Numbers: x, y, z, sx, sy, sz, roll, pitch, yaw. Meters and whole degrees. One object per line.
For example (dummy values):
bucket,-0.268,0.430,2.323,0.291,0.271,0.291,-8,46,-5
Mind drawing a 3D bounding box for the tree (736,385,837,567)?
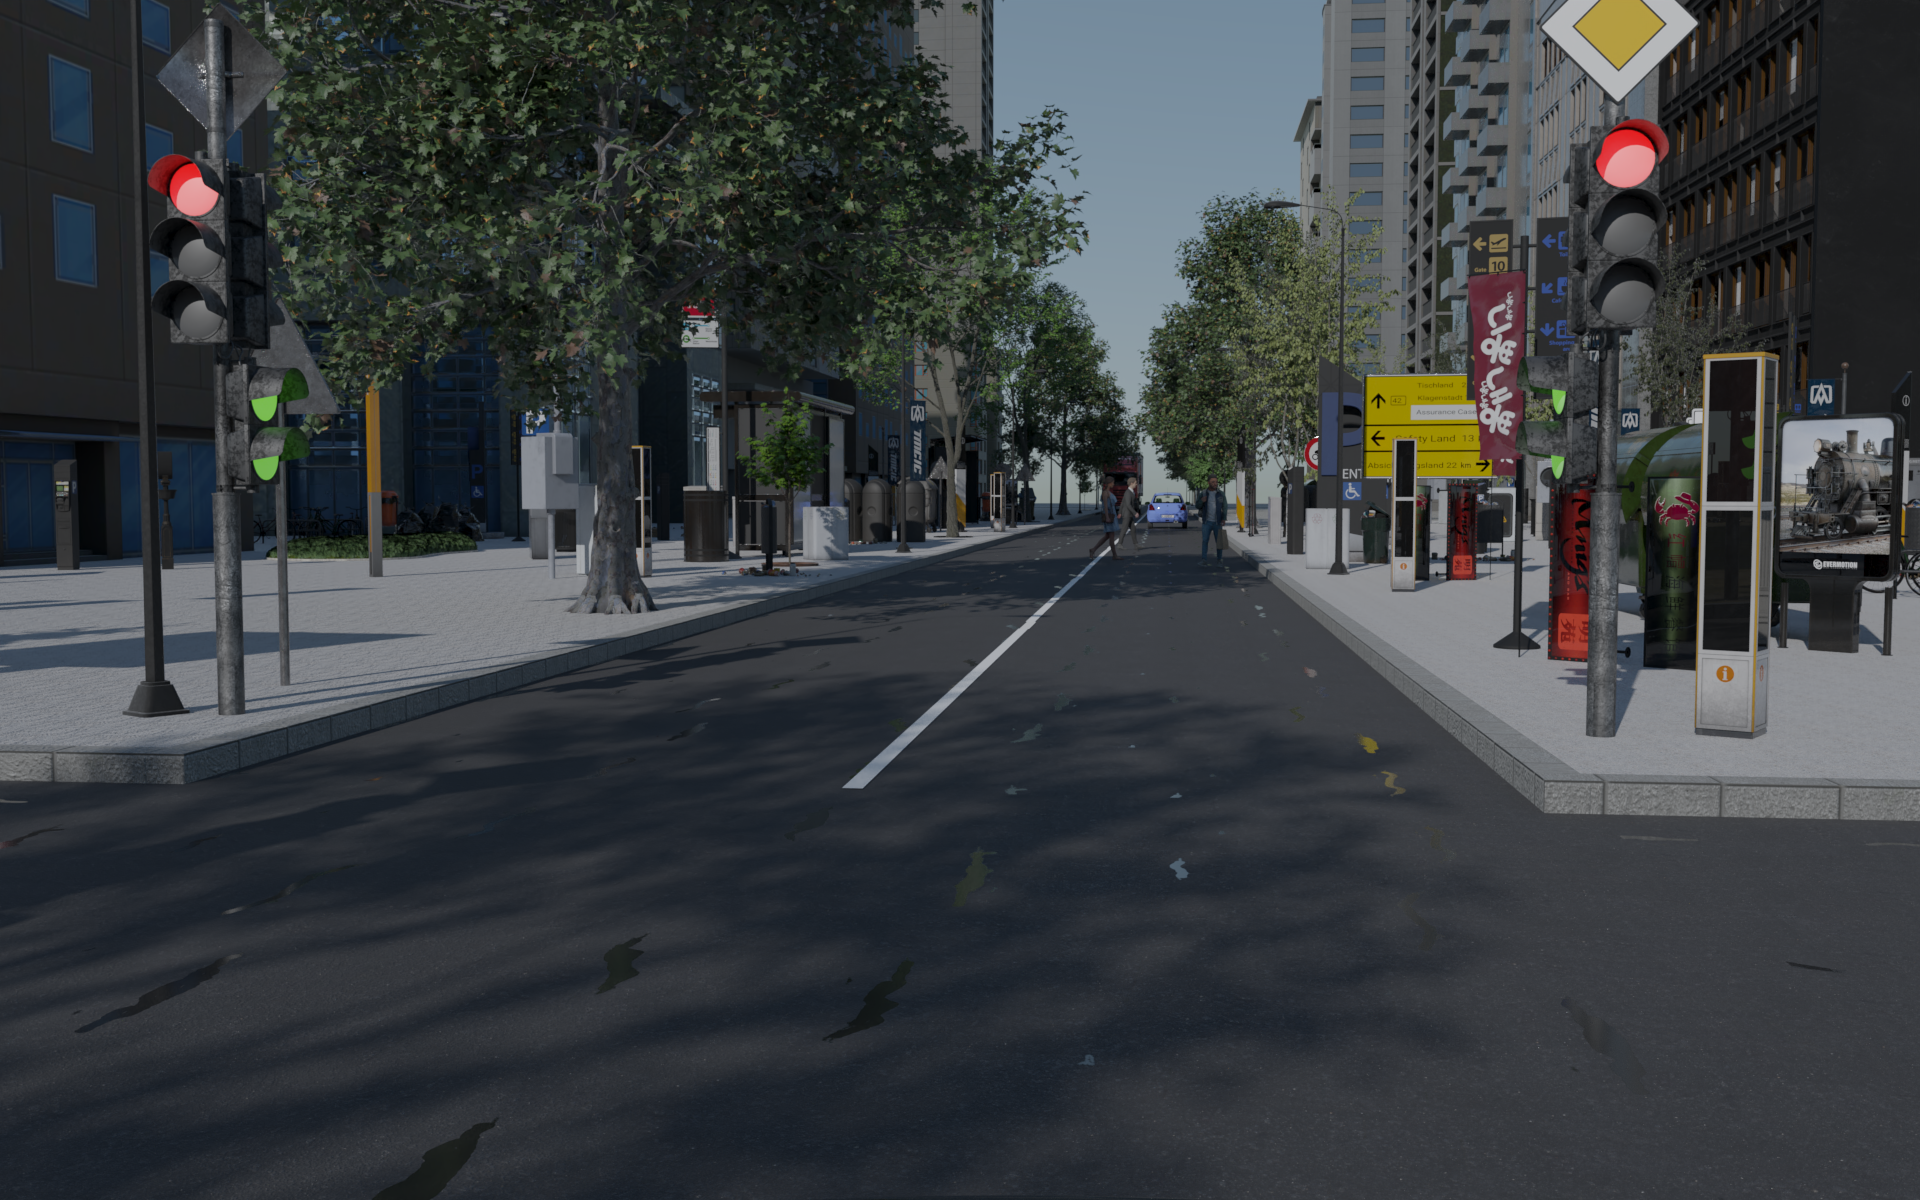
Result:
tree,-3.075,-2.229,31.039,1.663,3.219,1.824,0,3,0

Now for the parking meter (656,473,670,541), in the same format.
parking meter,-8.215,-2.581,47.908,0.255,1.863,0.399,-2,4,-29

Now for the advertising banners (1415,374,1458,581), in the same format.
advertising banners,7.419,-1.802,25.649,2.074,3.025,0.090,-1,4,-14

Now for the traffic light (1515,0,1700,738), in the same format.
traffic light,3.381,-1.233,9.079,0.839,4.253,0.868,0,4,7

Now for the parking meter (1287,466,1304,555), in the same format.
parking meter,7.123,-1.900,36.772,0.255,1.863,0.399,-1,4,-10

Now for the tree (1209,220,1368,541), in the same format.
tree,9.090,-5.946,47.584,4.360,8.622,3.978,0,3,0

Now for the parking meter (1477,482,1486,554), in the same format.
parking meter,11.052,-1.754,37.095,0.372,1.533,0.369,0,3,0

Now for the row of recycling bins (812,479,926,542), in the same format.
row of recycling bins,-2.571,-2.423,46.733,3.534,1.692,1.069,1,4,21

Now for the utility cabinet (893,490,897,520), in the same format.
utility cabinet,-3.030,-4.616,84.158,0.318,1.500,1.173,2,4,33

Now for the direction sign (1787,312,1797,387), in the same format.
direction sign,10.520,-1.834,21.978,0.379,3.537,0.876,2,4,30

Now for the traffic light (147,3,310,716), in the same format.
traffic light,-4.228,-1.288,9.972,0.839,4.253,0.868,0,4,7

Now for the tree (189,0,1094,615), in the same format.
tree,-3.733,-6.219,18.691,9.611,12.733,9.660,0,3,0

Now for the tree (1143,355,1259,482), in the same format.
tree,19.442,-14.152,138.037,9.857,13.997,8.962,0,3,0

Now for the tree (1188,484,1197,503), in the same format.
tree,12.362,-7.808,78.021,4.737,8.622,4.395,0,3,0

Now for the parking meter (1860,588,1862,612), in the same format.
parking meter,9.616,-0.802,18.826,0.399,1.863,0.255,-2,4,-29

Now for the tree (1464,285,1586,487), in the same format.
tree,19.696,-6.657,59.210,4.737,8.622,4.395,0,3,0

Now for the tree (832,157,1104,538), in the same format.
tree,-0.199,-7.655,50.919,9.928,11.665,9.643,0,3,0

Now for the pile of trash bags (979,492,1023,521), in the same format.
pile of trash bags,1.767,-4.396,81.627,1.912,1.369,3.447,1,4,21

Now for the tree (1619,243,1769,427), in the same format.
tree,21.000,-6.131,50.605,4.360,8.622,3.978,0,3,0

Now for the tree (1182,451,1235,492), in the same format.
tree,16.166,-7.844,111.967,4.285,4.588,4.351,0,3,0

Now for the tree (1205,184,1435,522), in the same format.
tree,8.249,-5.514,40.509,4.737,8.622,4.395,0,3,0

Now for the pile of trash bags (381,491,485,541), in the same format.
pile of trash bags,-14.197,-2.200,45.730,1.912,1.369,3.447,1,4,18

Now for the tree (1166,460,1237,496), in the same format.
tree,24.203,-15.778,176.101,7.486,12.596,7.792,0,3,0

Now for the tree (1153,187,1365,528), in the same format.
tree,10.791,-9.052,65.010,9.611,12.733,9.660,0,3,0

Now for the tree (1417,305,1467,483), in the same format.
tree,19.978,-7.234,68.637,4.360,8.622,3.978,0,3,0

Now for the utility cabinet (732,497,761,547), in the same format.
utility cabinet,-5.026,-1.897,42.178,1.020,1.237,0.306,2,4,24

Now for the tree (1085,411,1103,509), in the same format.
tree,12.448,-12.390,152.940,4.737,8.622,4.395,0,3,0

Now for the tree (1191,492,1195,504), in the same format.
tree,31.396,-18.758,232.455,9.928,11.665,9.643,0,3,0

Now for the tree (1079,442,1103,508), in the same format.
tree,12.899,-12.796,159.571,4.360,8.622,3.978,0,3,0

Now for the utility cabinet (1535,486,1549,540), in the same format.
utility cabinet,16.397,-2.409,48.070,0.318,1.500,1.173,3,5,44

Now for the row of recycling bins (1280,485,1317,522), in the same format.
row of recycling bins,15.864,-4.469,80.187,1.069,1.692,3.534,2,4,35

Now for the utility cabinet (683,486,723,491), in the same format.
utility cabinet,-6.928,-2.328,46.738,1.173,1.500,0.318,2,4,33

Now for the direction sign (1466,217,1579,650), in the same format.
direction sign,4.642,-1.366,14.333,0.876,3.537,0.379,1,4,18

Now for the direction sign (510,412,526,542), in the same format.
direction sign,-11.969,-3.356,46.872,0.379,3.537,0.876,0,4,7

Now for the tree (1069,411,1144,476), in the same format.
tree,14.944,-14.959,178.996,8.767,10.594,7.601,1,4,13

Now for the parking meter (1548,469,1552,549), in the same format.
parking meter,14.030,-2.135,40.611,0.399,1.863,0.255,-2,4,-29

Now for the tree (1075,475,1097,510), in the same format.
tree,9.887,-8.724,137.238,1.663,3.219,1.824,0,3,0

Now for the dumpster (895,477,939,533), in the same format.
dumpster,-1.447,-3.175,57.672,1.264,1.857,1.865,0,4,7

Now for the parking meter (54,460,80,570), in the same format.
parking meter,-15.082,-1.439,29.246,0.255,1.863,0.399,0,4,-8

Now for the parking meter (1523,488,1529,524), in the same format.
parking meter,24.390,-4.067,74.909,0.372,1.533,0.369,0,3,0

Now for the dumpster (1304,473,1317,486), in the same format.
dumpster,17.085,-4.915,82.855,1.502,2.255,1.985,0,4,7

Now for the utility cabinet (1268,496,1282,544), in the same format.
utility cabinet,8.117,-2.048,44.652,0.306,1.237,1.020,0,4,7

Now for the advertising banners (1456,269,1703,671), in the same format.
advertising banners,4.743,-1.036,13.132,0.090,3.025,2.074,-3,5,-42

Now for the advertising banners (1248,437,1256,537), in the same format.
advertising banners,8.911,-3.456,52.696,0.090,3.025,2.074,1,4,15
